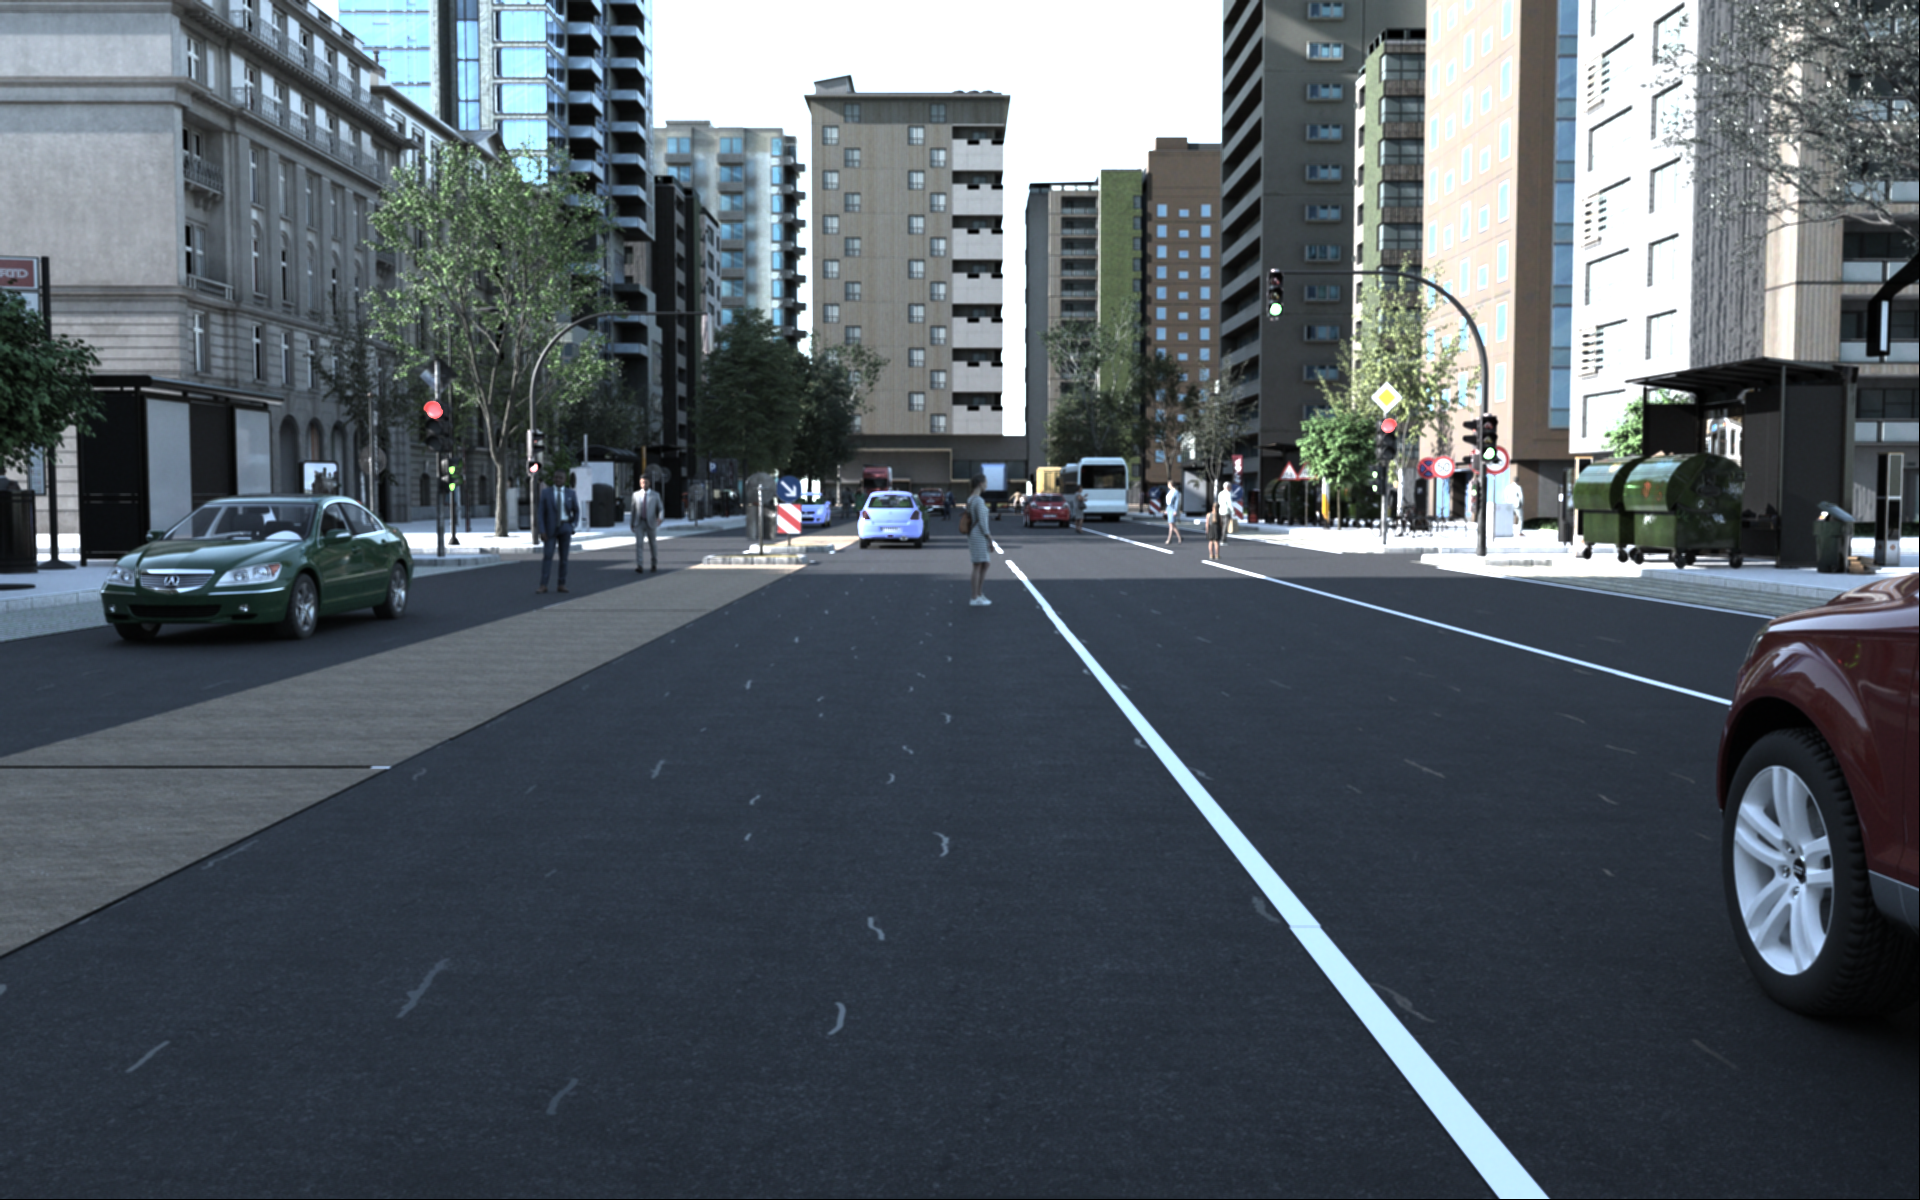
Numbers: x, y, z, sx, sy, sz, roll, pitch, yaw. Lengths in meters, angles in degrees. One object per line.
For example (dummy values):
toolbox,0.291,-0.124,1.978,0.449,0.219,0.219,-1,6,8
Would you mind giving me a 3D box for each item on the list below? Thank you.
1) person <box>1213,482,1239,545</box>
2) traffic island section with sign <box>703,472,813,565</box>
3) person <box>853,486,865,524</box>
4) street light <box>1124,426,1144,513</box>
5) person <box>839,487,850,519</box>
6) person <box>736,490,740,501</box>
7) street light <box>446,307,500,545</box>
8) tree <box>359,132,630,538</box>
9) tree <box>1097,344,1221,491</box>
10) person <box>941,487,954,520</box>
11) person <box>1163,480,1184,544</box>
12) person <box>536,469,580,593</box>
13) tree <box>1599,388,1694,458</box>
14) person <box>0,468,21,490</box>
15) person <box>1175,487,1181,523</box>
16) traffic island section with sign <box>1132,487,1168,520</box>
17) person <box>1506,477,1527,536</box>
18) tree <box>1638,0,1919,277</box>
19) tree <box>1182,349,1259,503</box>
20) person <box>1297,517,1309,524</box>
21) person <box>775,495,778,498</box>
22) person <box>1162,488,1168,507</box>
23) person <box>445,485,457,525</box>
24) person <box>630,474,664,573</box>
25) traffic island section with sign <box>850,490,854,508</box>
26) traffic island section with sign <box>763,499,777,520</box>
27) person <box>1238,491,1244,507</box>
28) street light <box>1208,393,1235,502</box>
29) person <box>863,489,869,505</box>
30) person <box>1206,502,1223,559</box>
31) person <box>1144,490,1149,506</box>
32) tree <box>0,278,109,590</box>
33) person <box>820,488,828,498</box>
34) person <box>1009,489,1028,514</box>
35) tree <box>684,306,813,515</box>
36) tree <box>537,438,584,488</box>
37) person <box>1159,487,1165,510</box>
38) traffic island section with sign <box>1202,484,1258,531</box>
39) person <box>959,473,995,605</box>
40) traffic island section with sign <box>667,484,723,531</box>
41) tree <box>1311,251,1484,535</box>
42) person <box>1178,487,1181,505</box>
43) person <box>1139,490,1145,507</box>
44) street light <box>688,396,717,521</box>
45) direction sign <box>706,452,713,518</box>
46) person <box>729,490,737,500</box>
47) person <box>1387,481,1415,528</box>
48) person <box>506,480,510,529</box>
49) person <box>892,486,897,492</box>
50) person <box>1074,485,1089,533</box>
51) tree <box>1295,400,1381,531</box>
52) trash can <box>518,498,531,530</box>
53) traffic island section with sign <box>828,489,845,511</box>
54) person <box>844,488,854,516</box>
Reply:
person,7.483,-2.427,48.673,0.515,1.767,0.782,-2,4,-25
traffic island section with sign,-4.175,-1.687,35.713,2.006,1.907,1.989,0,4,0
person,-4.825,-4.553,83.187,0.600,1.795,0.529,0,4,3
street light,11.893,-8.930,118.550,1.470,5.913,1.316,0,4,0
person,-6.714,-5.668,100.970,0.655,1.846,0.447,-2,4,-23
person,-20.649,-9.456,161.449,0.445,1.727,0.742,-2,4,-23
street light,-12.139,-4.321,43.192,1.470,5.913,1.316,0,4,0
tree,-13.585,-7.647,50.789,9.928,11.665,9.643,0,3,0
tree,12.967,-10.590,107.562,8.767,10.594,7.601,-3,5,-42
person,-0.671,-5.300,95.329,0.721,1.800,0.419,3,4,37
person,6.105,-2.499,49.382,0.654,1.822,0.581,-1,4,-10
person,-5.904,-1.019,25.335,0.721,1.800,0.419,-2,4,-29
tree,20.207,-4.048,49.906,4.285,4.588,4.351,0,3,0
person,-17.072,-1.527,30.973,0.822,1.834,0.622,3,5,45
person,10.685,-4.677,85.195,0.478,1.798,0.641,0,4,-7
traffic island section with sign,10.496,-5.287,95.067,1.989,1.847,2.006,0,4,0
person,16.865,-2.840,52.581,0.635,1.810,0.391,3,5,42
tree,13.989,-6.852,22.401,12.009,13.543,11.850,0,3,0
tree,13.167,-8.458,88.651,4.360,8.622,3.978,0,3,0
person,14.801,-4.182,74.846,0.576,1.772,0.534,3,5,41
person,-16.534,-8.856,150.920,1.350,1.814,0.705,-2,4,-25
person,19.114,-9.573,162.570,0.705,1.822,1.348,-3,5,-40
person,-21.350,-4.113,73.159,0.638,1.841,0.748,2,4,30
person,-5.713,-1.396,31.603,0.678,1.792,0.850,0,4,2
traffic island section with sign,-10.807,-10.015,172.377,1.989,1.847,2.006,0,4,0
traffic island section with sign,-10.524,-5.312,95.477,1.989,1.847,2.006,0,4,0
person,20.284,-7.258,125.159,0.683,1.767,0.568,3,5,40
street light,12.041,-6.541,79.483,1.470,5.913,1.316,0,4,0
person,-6.238,-6.339,112.542,0.834,1.777,0.661,1,4,22
person,5.651,-1.547,38.461,0.362,1.253,0.373,2,4,25
person,19.607,-10.618,180.364,1.217,1.743,0.721,0,4,6
tree,-13.417,-2.421,23.304,4.285,4.588,4.351,0,3,0
person,-7.649,-5.381,97.056,0.524,1.755,0.480,0,3,0
person,4.137,-7.031,123.468,1.348,1.823,0.705,1,4,15
tree,-12.619,-11.409,104.668,7.486,12.596,7.792,0,3,0
tree,-13.864,-4.001,60.023,1.663,3.219,1.824,0,3,0
person,16.397,-8.254,141.017,0.705,1.821,1.348,-1,4,-10
traffic island section with sign,10.584,-3.638,68.112,1.989,1.847,2.006,0,4,0
person,0.235,-0.783,22.311,0.522,1.701,0.512,-1,4,-20
traffic island section with sign,-10.444,-3.663,68.522,1.989,1.847,2.006,0,4,0
tree,13.887,-6.314,53.604,4.737,8.622,4.395,0,3,0
person,18.328,-8.517,144.926,0.705,1.869,1.348,1,4,12
person,18.283,-10.200,173.735,0.530,1.710,0.541,-3,5,-40
street light,-12.227,-6.711,82.260,1.470,5.913,1.316,0,4,0
direction sign,-13.578,-6.219,93.678,0.379,3.537,0.876,0,4,3
person,-24.914,-11.229,189.714,1.350,1.814,0.705,2,4,26
person,16.681,-3.605,65.195,0.699,1.804,1.509,-1,4,-22
person,-16.380,-3.462,63.007,0.624,1.780,0.694,-3,5,-43
person,-3.567,-5.087,91.518,0.795,1.843,0.661,0,4,-7
person,4.466,-3.341,63.477,0.532,1.782,0.716,0,4,-5
tree,13.424,-4.722,60.918,4.285,4.588,4.351,0,3,0
trash can,-15.518,-3.071,61.865,0.748,1.137,0.748,0,3,0
traffic island section with sign,-10.703,-8.353,145.201,1.989,1.847,2.006,0,4,0
person,-7.329,-6.410,113.289,0.794,1.824,0.713,-1,4,-9
